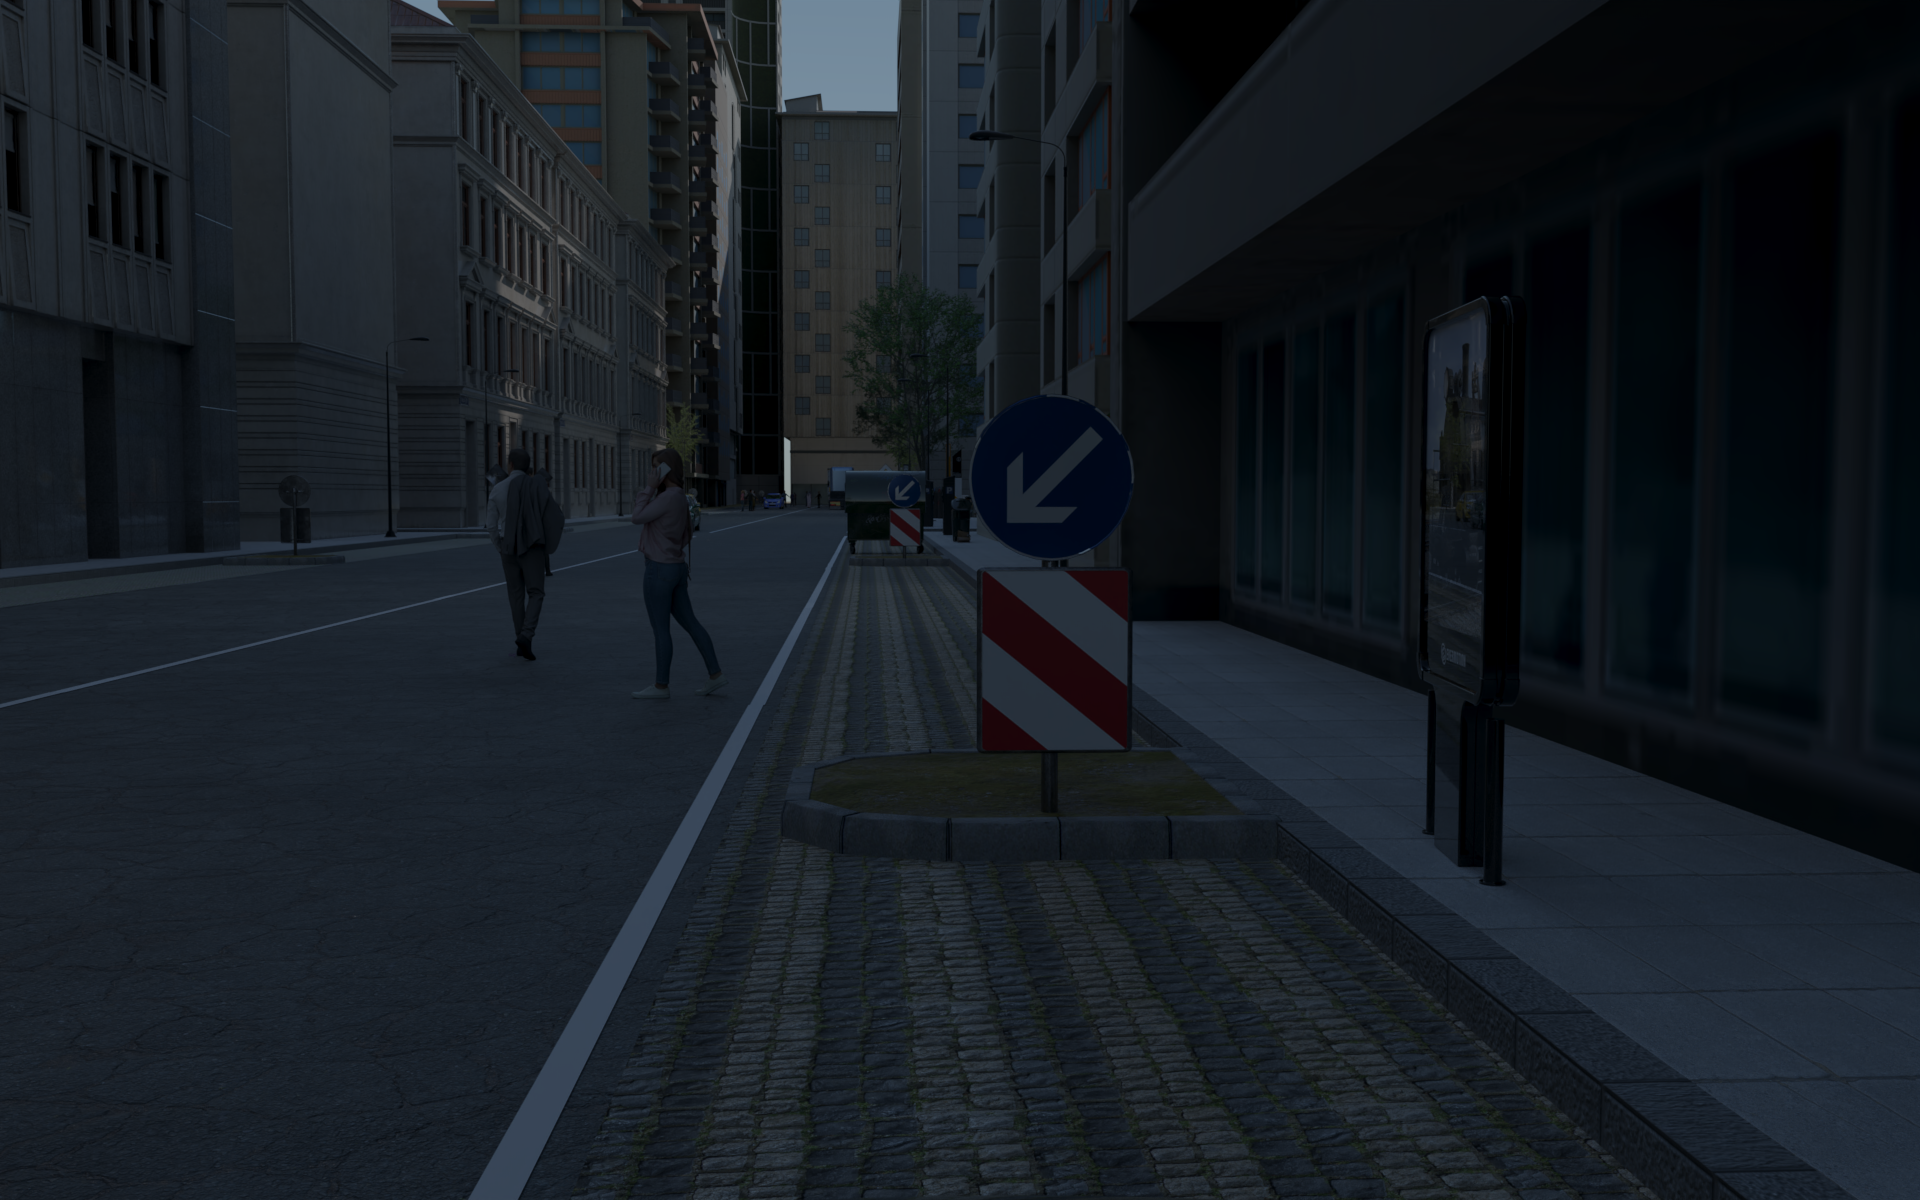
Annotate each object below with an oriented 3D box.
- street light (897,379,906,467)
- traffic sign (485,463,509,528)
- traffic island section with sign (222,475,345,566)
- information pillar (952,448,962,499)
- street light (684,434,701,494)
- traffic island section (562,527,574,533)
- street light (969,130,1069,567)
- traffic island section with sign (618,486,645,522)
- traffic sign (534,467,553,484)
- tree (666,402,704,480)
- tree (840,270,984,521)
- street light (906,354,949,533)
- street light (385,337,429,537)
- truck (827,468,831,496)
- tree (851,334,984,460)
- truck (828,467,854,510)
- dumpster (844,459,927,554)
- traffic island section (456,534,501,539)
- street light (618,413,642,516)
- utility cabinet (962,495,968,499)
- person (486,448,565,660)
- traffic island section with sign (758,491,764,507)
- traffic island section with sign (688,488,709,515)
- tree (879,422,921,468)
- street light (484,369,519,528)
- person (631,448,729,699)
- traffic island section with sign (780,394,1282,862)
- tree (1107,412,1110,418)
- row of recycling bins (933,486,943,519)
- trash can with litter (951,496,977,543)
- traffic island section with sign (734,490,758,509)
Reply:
[{"bbox_3d":[-1.818,-5.955,69.903,1.470,5.913,1.316,0,4,-3],"label":"street light"},{"bbox_3d":[-15.189,-3.253,56.821,0.795,2.450,0.064,0,4,-3],"label":"traffic sign"},{"bbox_3d":[-13.752,-1.641,35.458,1.989,1.847,2.006,0,4,-3],"label":"traffic island section with sign"},{"bbox_3d":[-0.139,-5.967,88.919,0.504,3.616,0.183,0,4,-6],"label":"information pillar"},{"bbox_3d":[-20.773,-9.885,134.167,1.470,5.913,1.316,0,4,-3],"label":"street light"},{"bbox_3d":[-15.635,-2.604,64.856,2.009,0.180,2.903,0,4,-3],"label":"traffic island section"},{"bbox_3d":[0.814,-3.044,22.313,1.470,5.913,1.316,0,4,-3],"label":"street light"},{"bbox_3d":[-16.640,-4.976,89.980,1.989,1.847,2.006,0,4,-3],"label":"traffic island section with sign"},{"bbox_3d":[-15.612,-3.740,64.795,0.795,2.450,0.064,0,4,-3],"label":"traffic sign"},{"bbox_3d":[-22.413,-11.451,137.582,4.737,8.622,4.395,0,3,0],"label":"tree"},{"bbox_3d":[-1.882,-9.541,81.745,9.928,11.665,9.643,0,3,0],"label":"tree"},{"bbox_3d":[-0.953,-5.197,57.504,1.470,5.913,1.316,0,4,-3],"label":"street light"},{"bbox_3d":[-16.368,-4.815,51.267,1.470,5.913,1.316,0,4,-3],"label":"street light"},{"bbox_3d":[-13.303,-12.415,191.896,2.839,4.237,11.283,0,4,-3],"label":"truck"},{"bbox_3d":[-2.365,-10.091,99.401,8.767,10.594,7.601,1,4,10],"label":"tree"},{"bbox_3d":[-11.253,-10.769,165.824,2.967,4.110,18.799,0,4,-4],"label":"truck"},{"bbox_3d":[-1.771,-2.226,41.347,1.985,2.255,1.502,0,4,-2],"label":"dumpster"},{"bbox_3d":[-15.212,-2.116,56.882,2.009,0.180,2.903,0,4,-3],"label":"traffic island section"},{"bbox_3d":[-18.923,-7.752,99.293,1.470,5.913,1.316,0,4,-3],"label":"street light"},{"bbox_3d":[-0.008,-5.504,101.147,1.020,1.237,0.306,-1,4,-19],"label":"utility cabinet"},{"bbox_3d":[-3.790,-0.400,15.136,0.679,1.850,0.850,0,4,-4],"label":"person"},{"bbox_3d":[-22.137,-11.315,193.621,1.989,1.847,2.006,0,4,-3],"label":"traffic island section with sign"},{"bbox_3d":[-18.101,-6.656,117.445,1.989,1.847,2.006,0,4,-3],"label":"traffic island section with sign"},{"bbox_3d":[-4.723,-11.916,145.185,4.737,8.622,4.395,0,3,0],"label":"tree"},{"bbox_3d":[-17.085,-5.627,64.535,1.470,5.913,1.316,0,4,-3],"label":"street light"},{"bbox_3d":[-1.978,-0.189,12.183,0.643,1.750,0.593,0,4,7],"label":"person"},{"bbox_3d":[0.221,0.059,7.661,1.989,1.847,2.006,0,4,-3],"label":"traffic island section with sign"},{"bbox_3d":[2.772,-1.724,22.795,1.663,3.219,1.824,0,3,0],"label":"tree"},{"bbox_3d":[-0.962,-5.139,91.133,1.069,1.692,3.534,-2,4,-26],"label":"row of recycling bins"},{"bbox_3d":[0.113,-2.125,46.132,0.624,1.170,1.055,-1,4,-10],"label":"trash can with litter"},{"bbox_3d":[-20.702,-9.655,166.490,1.989,1.847,2.006,0,4,-3],"label":"traffic island section with sign"}]
